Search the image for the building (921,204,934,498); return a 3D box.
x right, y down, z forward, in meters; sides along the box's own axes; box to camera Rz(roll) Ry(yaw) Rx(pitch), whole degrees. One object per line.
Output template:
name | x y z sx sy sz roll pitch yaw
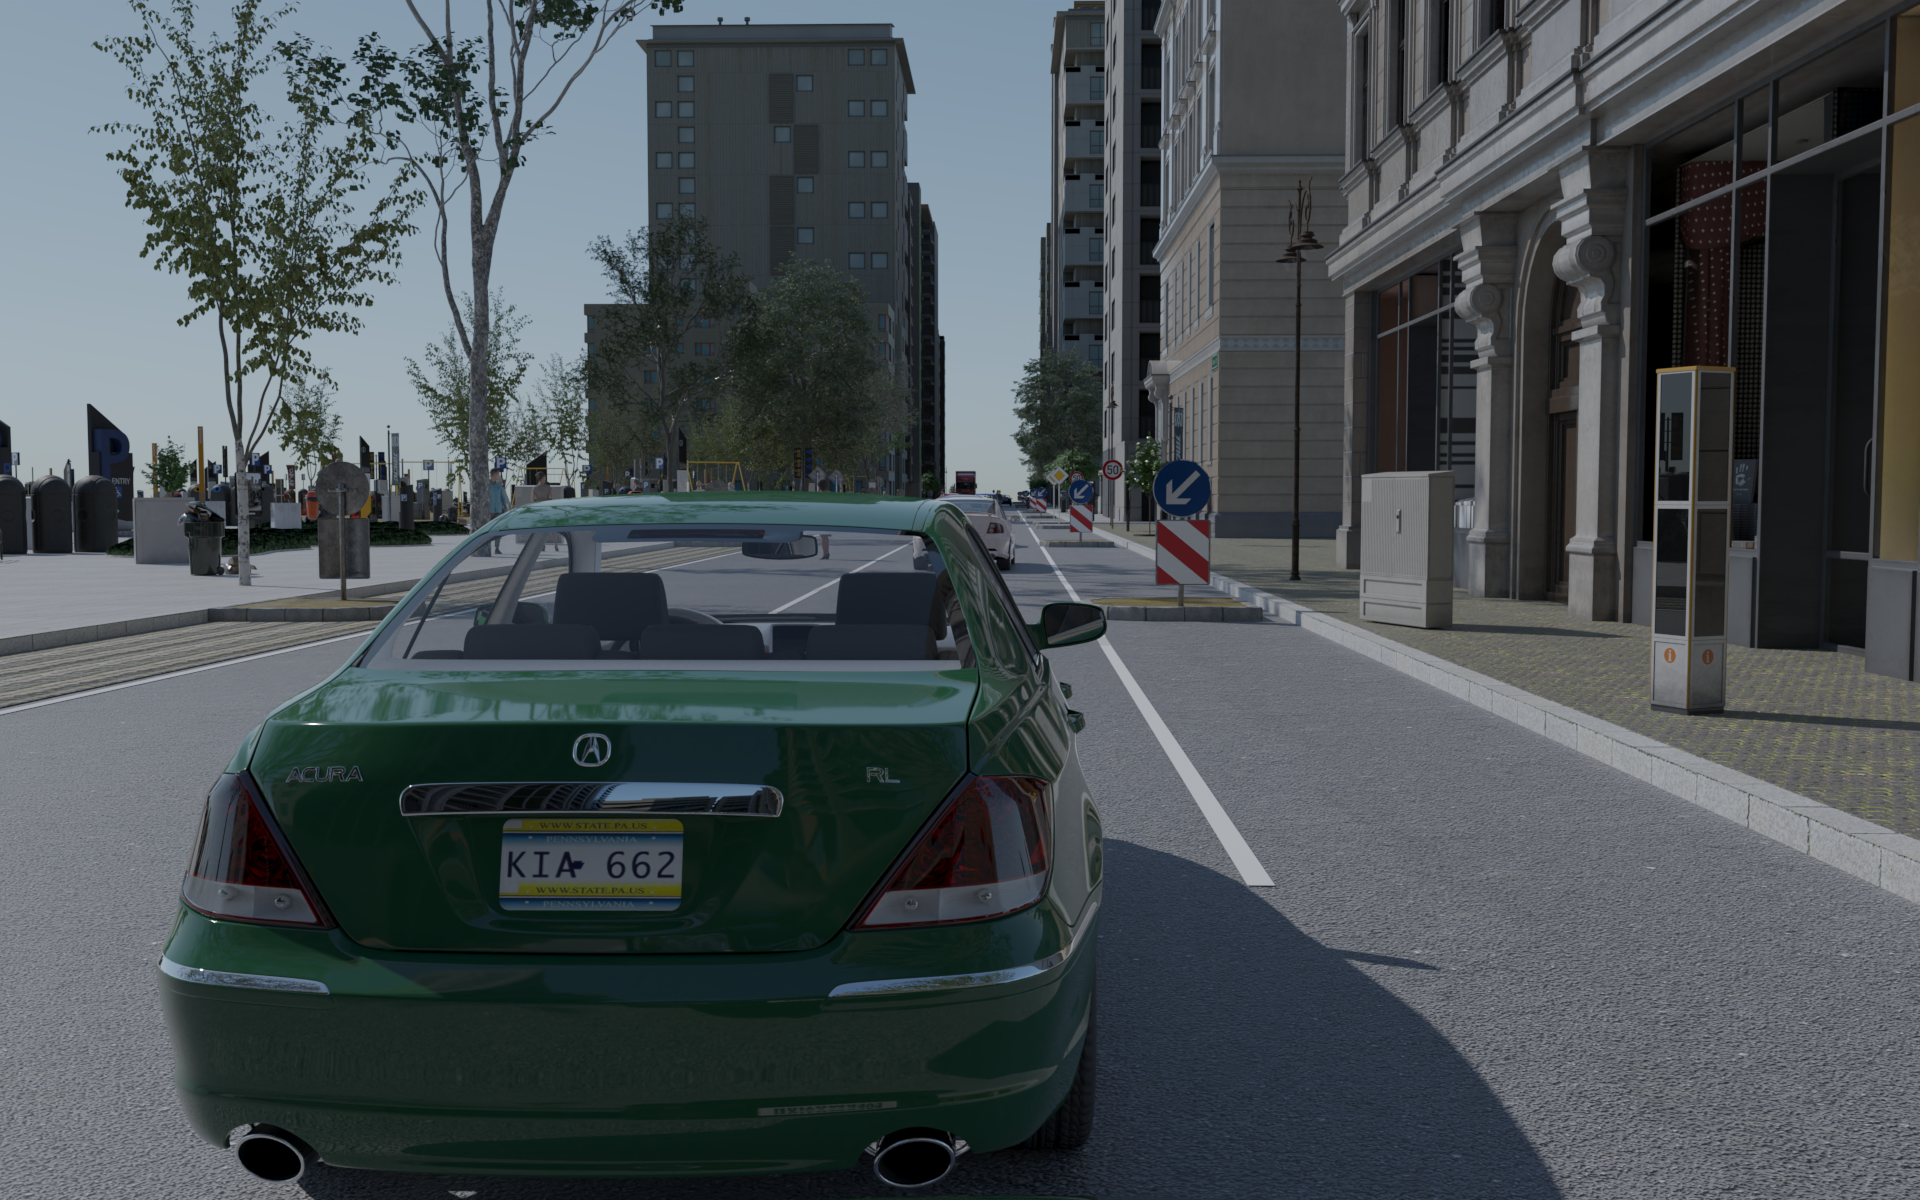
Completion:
building | -15.152 -36.680 254.340 22.147 44.769 28.867 0 4 2

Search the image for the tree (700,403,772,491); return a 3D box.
tree | -17.822 -11.285 134.872 4.360 8.622 3.978 0 3 0

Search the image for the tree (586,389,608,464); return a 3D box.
tree | -22.841 -10.060 114.836 4.360 8.622 3.978 0 3 0

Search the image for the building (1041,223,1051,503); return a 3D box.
building | 19.926 -35.376 261.990 14.154 41.232 14.086 0 4 2

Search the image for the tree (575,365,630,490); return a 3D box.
tree | -20.308 -8.512 89.535 4.737 8.622 4.395 0 3 0

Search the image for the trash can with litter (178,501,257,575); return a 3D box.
trash can with litter | -11.812 -0.989 27.555 0.624 1.170 1.055 3 4 39

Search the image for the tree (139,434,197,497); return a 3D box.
tree | -25.713 -3.766 56.175 1.663 3.219 1.824 0 3 0

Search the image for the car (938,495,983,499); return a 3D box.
car | 0.042 -2.205 48.060 2.014 1.417 4.499 0 4 2

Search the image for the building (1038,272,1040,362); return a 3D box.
building | 24.677 -39.359 298.145 22.147 44.769 28.867 0 4 2

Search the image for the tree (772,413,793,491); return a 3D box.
tree | -15.137 -12.187 149.625 4.360 8.622 3.978 0 3 0

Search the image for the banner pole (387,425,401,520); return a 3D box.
banner pole | -20.468 -4.436 62.550 0.863 3.779 0.401 3 4 37

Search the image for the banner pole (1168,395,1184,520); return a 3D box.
banner pole | 5.453 -3.297 43.926 0.401 3.779 0.863 3 4 38

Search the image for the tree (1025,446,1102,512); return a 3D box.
tree | 7.694 -8.527 123.133 4.285 4.588 4.351 0 3 0

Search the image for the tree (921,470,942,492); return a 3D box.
tree | -4.192 -15.211 232.412 4.285 4.588 4.351 0 3 0

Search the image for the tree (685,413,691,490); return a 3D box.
tree | -22.081 -12.064 147.607 4.737 8.622 4.395 0 3 0

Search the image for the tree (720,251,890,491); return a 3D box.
tree | -8.281 -11.380 92.714 9.857 13.997 8.962 0 3 0

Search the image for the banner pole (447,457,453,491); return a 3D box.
banner pole | -34.253 -7.727 116.358 0.401 3.779 0.863 -3 4 -39

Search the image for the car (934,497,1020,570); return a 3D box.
car | 0.123 -1.325 34.026 2.083 1.381 4.827 0 4 3

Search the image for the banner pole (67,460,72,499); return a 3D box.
banner pole | -66.180 -8.485 128.746 0.863 3.779 0.401 3 5 39

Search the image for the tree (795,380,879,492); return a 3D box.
tree | -7.180 -9.636 107.909 4.737 8.622 4.395 0 3 0

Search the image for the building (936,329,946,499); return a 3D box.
building | -9.818 -32.578 304.351 14.160 30.474 14.107 0 4 2

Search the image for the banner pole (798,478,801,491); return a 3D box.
banner pole | -14.059 -9.976 153.130 0.863 3.779 0.401 -1 4 -23

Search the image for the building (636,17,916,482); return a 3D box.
building | -20.013 -37.366 200.180 28.713 52.752 27.495 0 4 2

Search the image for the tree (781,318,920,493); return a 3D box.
tree | -7.221 -12.684 117.747 12.009 13.543 11.850 0 3 0

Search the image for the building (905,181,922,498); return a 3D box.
building | -12.286 -32.874 221.080 14.154 41.232 14.086 0 4 2

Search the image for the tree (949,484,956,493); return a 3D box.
tree | -1.492 -19.573 314.616 1.663 3.219 1.824 0 3 0

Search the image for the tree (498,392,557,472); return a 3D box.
tree | -30.764 -10.635 124.242 4.360 8.622 3.978 0 3 0

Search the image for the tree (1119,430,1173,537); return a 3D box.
tree | 5.654 -3.554 52.714 1.663 3.219 1.824 0 3 0

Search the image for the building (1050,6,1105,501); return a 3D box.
building | 24.390 -36.564 187.060 28.713 52.752 27.495 0 4 2

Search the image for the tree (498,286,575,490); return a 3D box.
tree | -16.954 -6.751 60.749 4.737 8.622 4.395 0 3 0

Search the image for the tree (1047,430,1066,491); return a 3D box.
tree | 9.672 -13.510 171.252 4.360 8.622 3.978 0 3 0

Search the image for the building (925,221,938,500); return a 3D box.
building | -10.625 -38.262 275.701 14.600 45.320 14.200 0 4 2

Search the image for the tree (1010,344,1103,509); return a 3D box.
tree | 8.762 -14.622 145.720 9.857 13.997 8.962 0 3 0

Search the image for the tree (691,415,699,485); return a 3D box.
tree | -16.841 -10.699 125.285 4.737 8.622 4.395 0 3 0

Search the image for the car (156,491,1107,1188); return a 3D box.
car | -0.582 0.401 5.234 2.131 1.459 4.920 0 4 1

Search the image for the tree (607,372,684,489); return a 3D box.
tree | -18.968 -9.492 105.554 4.360 8.622 3.978 0 3 0

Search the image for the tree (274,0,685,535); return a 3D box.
tree | -8.871 -11.018 36.034 12.611 20.169 13.585 0 3 0

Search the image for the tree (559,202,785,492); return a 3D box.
tree | -8.920 -7.347 54.543 8.767 10.594 7.601 3 4 36

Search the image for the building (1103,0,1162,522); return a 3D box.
building | 18.141 -39.714 87.579 20.611 71.187 20.563 0 4 2

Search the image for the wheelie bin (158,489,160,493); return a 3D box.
wheelie bin | -54.271 -6.705 117.534 0.693 1.594 0.980 -2 4 -27

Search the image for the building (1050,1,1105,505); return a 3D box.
building | 21.765 -41.148 214.771 21.231 58.520 28.212 0 4 2

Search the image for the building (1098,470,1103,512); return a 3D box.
building | 26.344 -26.378 123.159 32.217 40.220 23.993 0 4 2

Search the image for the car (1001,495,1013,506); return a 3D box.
car | 5.275 -11.766 204.960 1.945 1.354 3.894 0 4 1

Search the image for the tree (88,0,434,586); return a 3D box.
tree | -9.811 -4.503 23.992 4.737 8.622 4.395 0 3 0

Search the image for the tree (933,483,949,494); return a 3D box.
tree | -3.039 -15.583 249.387 1.663 3.219 1.824 0 3 0

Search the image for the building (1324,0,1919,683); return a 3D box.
building | 10.991 -10.850 28.300 10.553 20.767 40.483 0 4 2

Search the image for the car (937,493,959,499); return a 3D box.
car | -0.749 -7.979 139.497 2.155 1.783 4.494 0 4 2

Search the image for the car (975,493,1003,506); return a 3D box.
car | 1.371 -5.139 93.607 1.945 1.707 3.694 0 4 0

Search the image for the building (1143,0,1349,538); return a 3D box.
building | 13.882 -16.701 58.967 13.634 28.700 20.117 0 4 2

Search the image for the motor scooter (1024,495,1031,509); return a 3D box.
motor scooter | 6.471 -9.233 163.733 0.815 1.314 1.986 0 4 2

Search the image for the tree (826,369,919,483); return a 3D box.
tree | -7.292 -12.963 137.694 9.928 11.665 9.643 0 3 0

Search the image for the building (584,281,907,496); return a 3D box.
building | -19.896 -19.969 171.527 27.650 21.520 28.899 0 4 2

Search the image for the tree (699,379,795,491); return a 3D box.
tree | -13.165 -9.629 107.791 4.737 8.622 4.395 0 3 0

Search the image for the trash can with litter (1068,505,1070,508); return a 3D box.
trash can with litter | 9.518 -8.768 154.745 1.055 1.170 0.624 0 4 7
